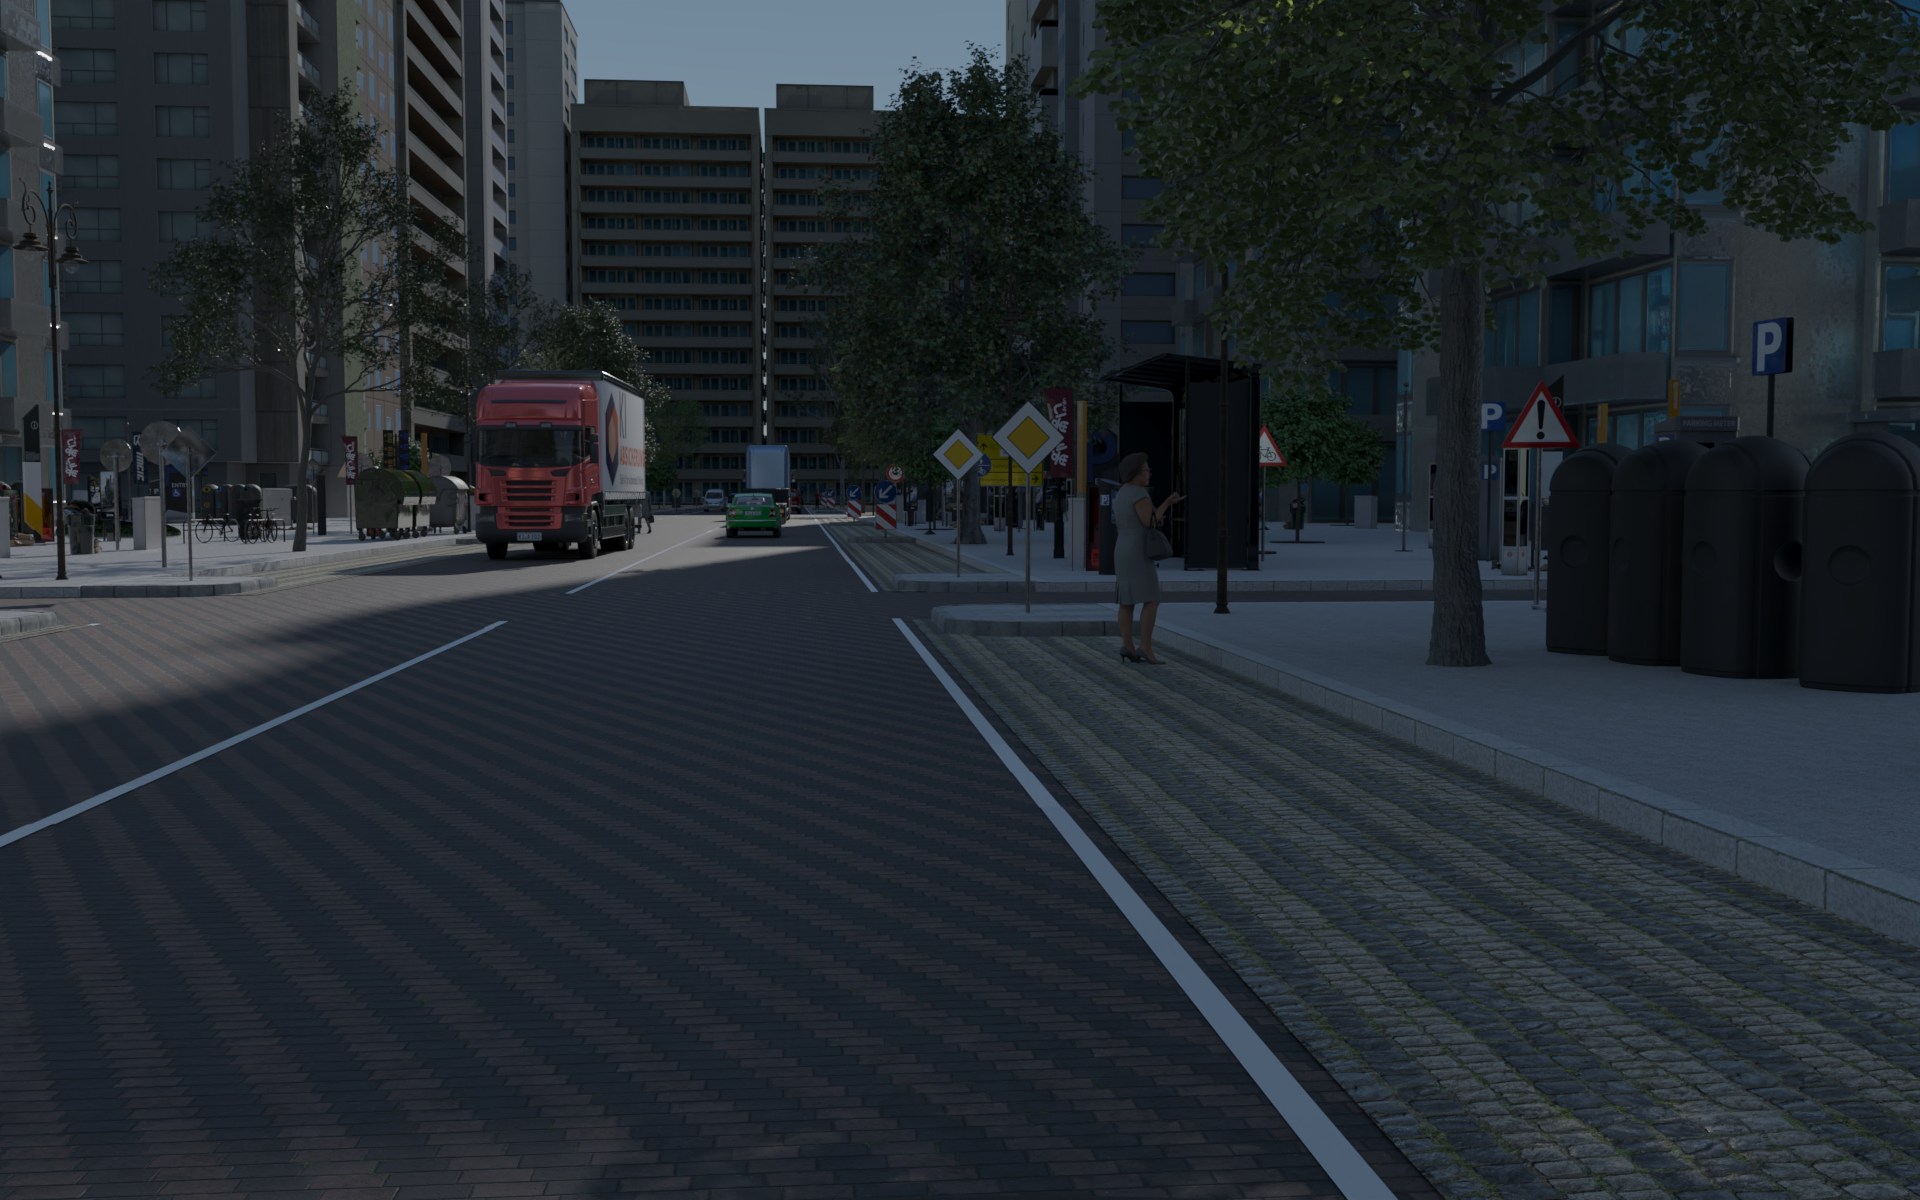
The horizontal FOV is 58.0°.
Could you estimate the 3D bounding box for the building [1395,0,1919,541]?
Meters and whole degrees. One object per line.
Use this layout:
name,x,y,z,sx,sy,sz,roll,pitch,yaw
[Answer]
building,29.048,-26.406,51.345,30.456,49.044,23.786,0,4,-5

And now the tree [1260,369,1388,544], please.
tree,8.813,-3.776,45.456,4.285,4.588,4.351,0,3,0

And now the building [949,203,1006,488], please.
building,5.377,-34.107,207.764,14.200,45.320,14.600,0,4,-5

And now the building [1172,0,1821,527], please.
building,23.506,-28.656,88.132,23.786,49.044,30.456,0,4,-5

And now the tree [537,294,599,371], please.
tree,-17.625,-8.143,67.558,8.767,10.594,7.601,2,4,25

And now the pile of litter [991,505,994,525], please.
pile of litter,1.308,-3.500,71.182,1.719,0.858,1.176,1,4,22

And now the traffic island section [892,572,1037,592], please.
traffic island section,-0.005,-0.270,26.696,2.009,0.180,2.903,0,4,-5

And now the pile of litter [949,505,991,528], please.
pile of litter,0.109,-3.166,65.731,1.176,0.858,1.719,3,4,37

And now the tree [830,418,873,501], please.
tree,-8.891,-11.818,143.593,4.737,8.622,4.395,0,3,0

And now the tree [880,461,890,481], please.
tree,-3.939,-8.858,95.182,4.360,8.622,3.978,0,3,0

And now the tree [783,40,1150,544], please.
tree,0.267,-7.789,44.350,9.611,12.733,9.660,0,3,0

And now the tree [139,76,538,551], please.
tree,-14.439,-6.360,38.398,7.601,10.594,8.767,0,4,2

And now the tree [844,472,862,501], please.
tree,-9.177,-9.357,147.587,1.663,3.219,1.824,0,3,0

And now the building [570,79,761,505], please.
building,-34.230,-35.670,206.914,21.600,48.544,21.300,0,4,-5

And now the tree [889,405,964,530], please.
tree,-0.863,-4.792,62.058,4.285,4.588,4.351,0,3,0

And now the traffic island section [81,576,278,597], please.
traffic island section,-11.395,-0.204,25.617,2.009,0.180,2.903,0,4,-5

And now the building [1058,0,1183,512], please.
building,17.513,-35.525,122.838,21.231,58.520,28.212,0,4,-5

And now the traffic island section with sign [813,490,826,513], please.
traffic island section with sign,-9.673,-7.301,127.992,1.989,1.847,2.006,0,4,-5

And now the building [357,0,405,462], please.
building,-42.581,-27.808,104.773,14.600,45.320,14.200,0,4,-5

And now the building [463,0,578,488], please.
building,-59.471,-40.510,204.338,28.212,58.520,21.231,0,4,-5

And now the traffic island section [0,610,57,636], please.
traffic island section,-10.636,0.282,17.668,2.009,0.180,2.903,0,4,-5

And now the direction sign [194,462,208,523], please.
direction sign,-34.069,-5.246,77.773,0.379,3.537,0.876,1,4,16

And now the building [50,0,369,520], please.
building,-40.098,-24.886,90.486,14.154,41.232,14.086,0,4,-5

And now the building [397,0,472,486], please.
building,-47.665,-30.485,122.139,21.300,48.544,21.600,0,4,-5

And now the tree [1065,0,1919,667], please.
tree,3.867,-5.758,12.267,7.486,12.596,7.792,0,3,0

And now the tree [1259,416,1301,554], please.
tree,6.202,-2.600,37.108,1.663,3.219,1.824,0,3,0

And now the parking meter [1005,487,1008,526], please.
parking meter,1.801,-3.907,69.593,0.255,1.863,0.399,2,4,35

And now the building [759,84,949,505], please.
building,-12.748,-35.809,209.176,21.600,48.544,21.300,0,4,-5

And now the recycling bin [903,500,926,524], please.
recycling bin,-1.960,-3.811,74.868,0.722,1.027,0.722,-3,5,-44

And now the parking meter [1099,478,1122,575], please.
parking meter,2.393,-1.170,27.535,0.372,1.533,0.369,0,3,0

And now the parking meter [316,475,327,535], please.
parking meter,-19.875,-2.948,53.916,0.255,1.863,0.399,-1,4,-19

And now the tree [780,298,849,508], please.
tree,-10.786,-18.947,165.665,12.611,20.169,13.585,0,3,0

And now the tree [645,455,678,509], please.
tree,-25.205,-9.860,144.930,4.285,4.588,4.351,0,3,0

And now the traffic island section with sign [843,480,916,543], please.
traffic island section with sign,-2.341,-2.603,51.184,1.989,1.847,2.006,0,4,-5

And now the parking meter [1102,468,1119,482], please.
parking meter,3.384,-2.028,38.865,0.255,1.863,0.399,-2,4,-34

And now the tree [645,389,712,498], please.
tree,-28.103,-15.007,171.116,9.928,11.665,9.643,0,3,0

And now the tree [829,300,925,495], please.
tree,-2.837,-10.346,87.284,7.486,12.596,7.792,0,3,0

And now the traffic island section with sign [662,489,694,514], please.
traffic island section with sign,-20.745,-7.237,126.948,1.989,1.847,2.006,0,4,-5

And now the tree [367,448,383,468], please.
tree,-24.693,-4.790,72.910,1.663,3.219,1.824,0,3,0

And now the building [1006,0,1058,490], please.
building,18.840,-34.363,151.067,28.713,52.752,27.495,0,4,-5

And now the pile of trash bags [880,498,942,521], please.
pile of trash bags,-2.782,-5.049,92.305,3.447,1.369,1.912,-3,5,-43

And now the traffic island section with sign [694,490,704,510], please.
traffic island section with sign,-23.310,-8.878,153.782,1.989,1.847,2.006,0,4,-5

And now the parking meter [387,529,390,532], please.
parking meter,-18.994,-3.032,57.989,0.372,1.533,0.369,0,3,0

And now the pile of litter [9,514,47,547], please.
pile of litter,-23.269,-1.742,42.449,1.719,0.858,1.176,-3,5,-43

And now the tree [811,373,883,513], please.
tree,-6.182,-11.038,114.881,8.767,10.594,7.601,3,5,39

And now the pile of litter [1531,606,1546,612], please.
pile of litter,7.142,-0.324,19.260,1.719,0.858,1.176,0,4,-6

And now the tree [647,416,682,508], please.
tree,-27.752,-12.874,160.856,4.737,8.622,4.395,0,3,0

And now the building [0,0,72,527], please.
building,-44.018,-26.573,54.075,23.786,49.044,30.456,0,4,-5

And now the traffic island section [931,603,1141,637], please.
traffic island section,0.754,0.216,18.746,2.009,0.180,2.903,0,4,-5

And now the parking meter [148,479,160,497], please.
parking meter,-32.083,-3.871,69.008,0.255,1.863,0.399,3,5,41

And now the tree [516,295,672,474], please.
tree,-21.375,-11.203,100.177,9.611,12.733,9.660,0,3,0

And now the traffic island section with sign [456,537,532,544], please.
traffic island section with sign,-13.415,-2.539,50.140,1.989,1.847,2.006,0,4,-5

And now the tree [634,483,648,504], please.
tree,-23.269,-7.949,124.575,1.663,3.219,1.824,0,3,0

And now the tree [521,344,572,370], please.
tree,-19.341,-8.171,83.962,4.360,8.622,3.978,0,3,0

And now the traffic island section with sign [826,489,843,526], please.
traffic island section with sign,-4.905,-4.244,78.017,1.989,1.847,2.006,0,4,-5
